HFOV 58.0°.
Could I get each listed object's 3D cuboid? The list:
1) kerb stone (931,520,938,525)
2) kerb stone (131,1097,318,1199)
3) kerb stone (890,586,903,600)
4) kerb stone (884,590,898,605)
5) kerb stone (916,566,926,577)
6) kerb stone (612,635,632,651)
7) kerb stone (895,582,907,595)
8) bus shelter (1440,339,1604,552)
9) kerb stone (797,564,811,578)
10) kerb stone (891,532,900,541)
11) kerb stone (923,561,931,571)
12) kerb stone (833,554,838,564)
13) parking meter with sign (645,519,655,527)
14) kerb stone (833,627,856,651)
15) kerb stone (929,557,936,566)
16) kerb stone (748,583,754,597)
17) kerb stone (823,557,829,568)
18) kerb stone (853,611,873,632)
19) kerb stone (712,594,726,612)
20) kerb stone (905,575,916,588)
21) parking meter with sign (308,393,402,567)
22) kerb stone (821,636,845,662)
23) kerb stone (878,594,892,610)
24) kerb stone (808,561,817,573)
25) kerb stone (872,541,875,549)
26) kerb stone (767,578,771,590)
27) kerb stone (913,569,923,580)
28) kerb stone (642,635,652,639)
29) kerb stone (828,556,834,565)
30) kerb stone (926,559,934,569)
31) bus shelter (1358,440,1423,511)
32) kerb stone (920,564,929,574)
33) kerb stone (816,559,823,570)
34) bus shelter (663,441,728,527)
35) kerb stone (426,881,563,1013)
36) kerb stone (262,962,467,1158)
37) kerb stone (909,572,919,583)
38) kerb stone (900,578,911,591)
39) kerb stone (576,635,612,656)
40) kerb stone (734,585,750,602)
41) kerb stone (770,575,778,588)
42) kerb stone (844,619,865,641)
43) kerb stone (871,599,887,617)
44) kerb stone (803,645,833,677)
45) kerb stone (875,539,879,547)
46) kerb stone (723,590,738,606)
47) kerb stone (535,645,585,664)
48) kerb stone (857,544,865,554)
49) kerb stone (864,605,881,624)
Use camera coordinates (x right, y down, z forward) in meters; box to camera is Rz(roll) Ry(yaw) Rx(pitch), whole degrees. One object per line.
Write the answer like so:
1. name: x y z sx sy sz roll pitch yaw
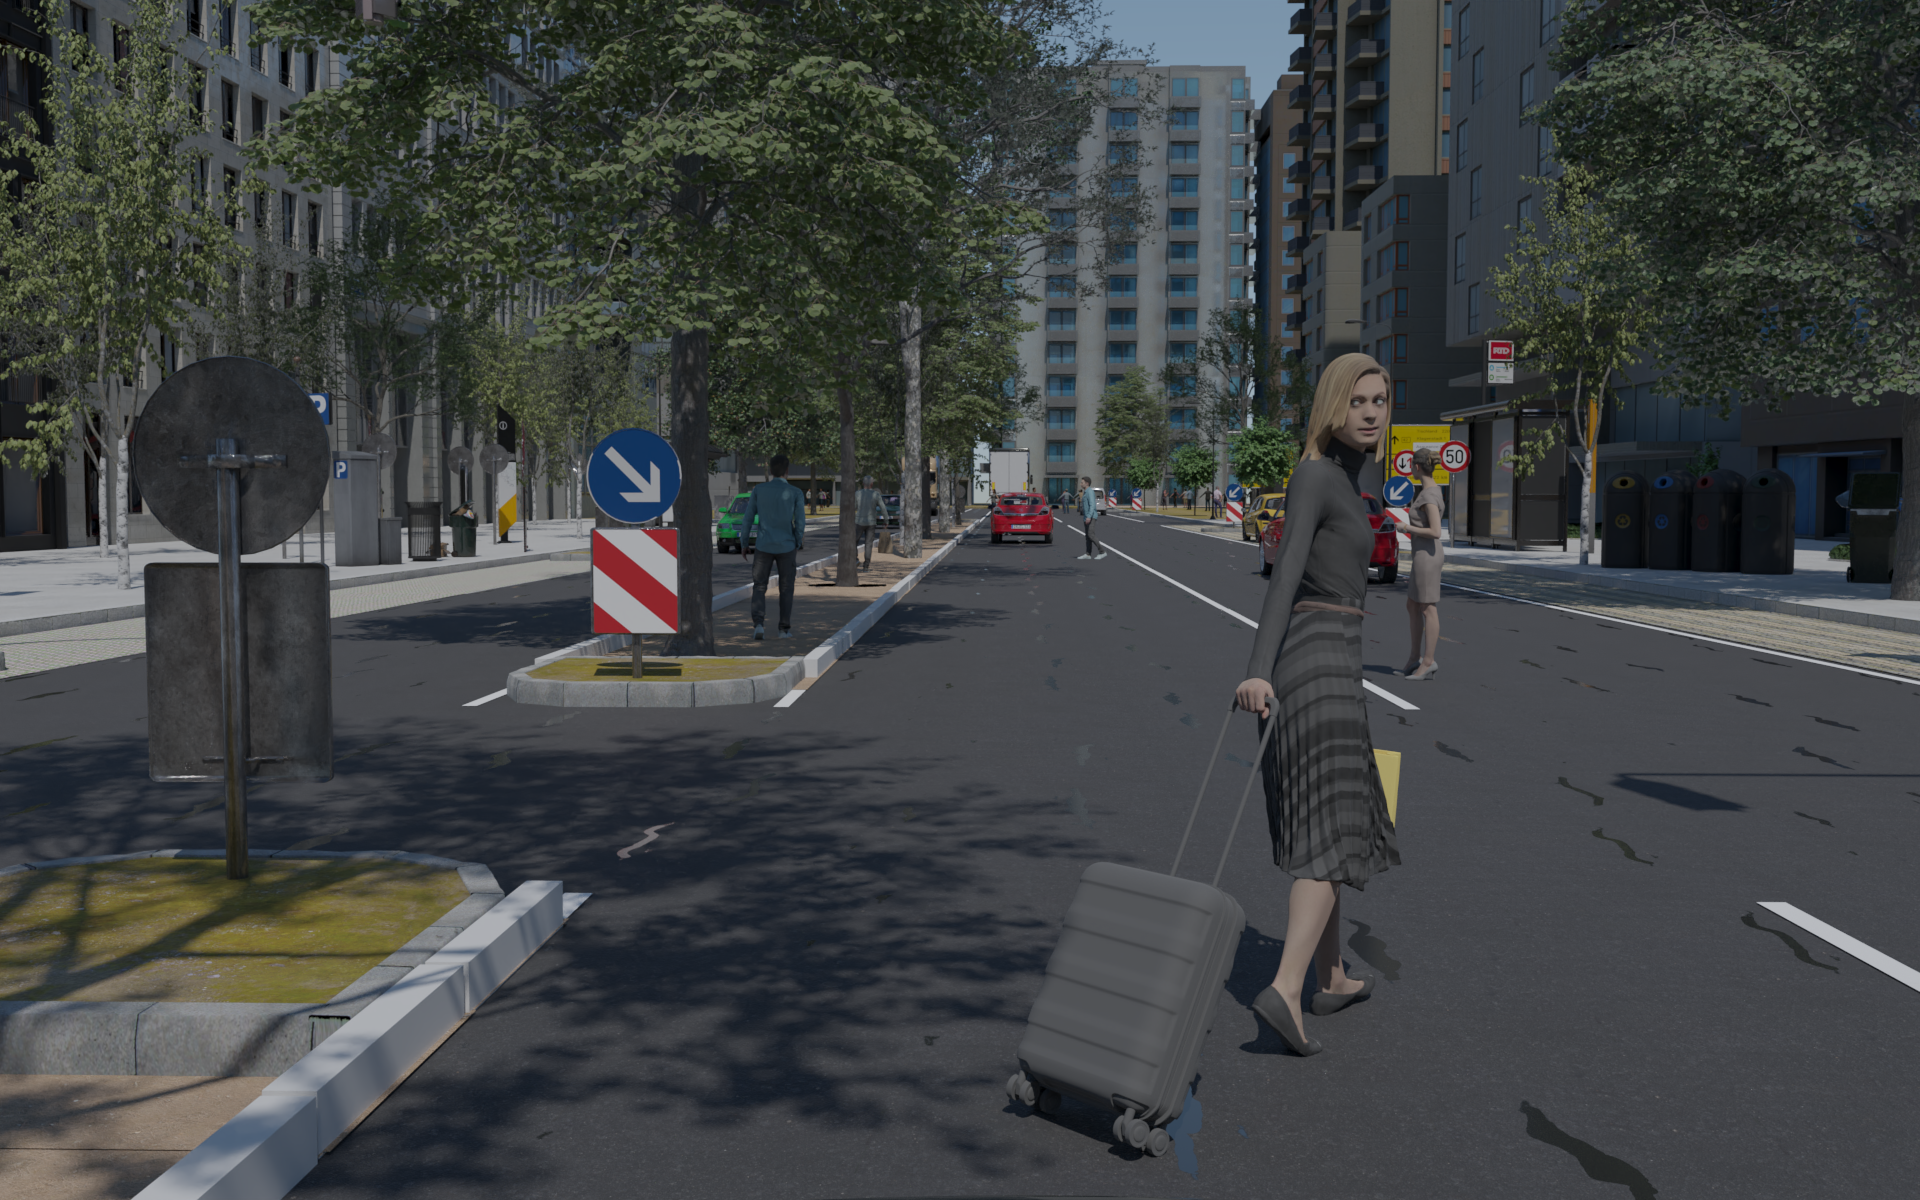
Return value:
1. kerb stone: -1.216 -3.824 84.711 0.120 0.150 1.000 0 4 2
2. kerb stone: -1.448 1.164 3.203 0.120 0.150 1.000 0 4 2
3. kerb stone: -0.884 -0.054 23.156 0.120 0.150 1.000 0 4 2
4. kerb stone: -0.922 0.004 22.134 0.120 0.150 1.000 0 4 2
5. kerb stone: -0.703 -0.435 29.319 0.120 0.150 1.000 0 4 2
6. kerb stone: -3.190 0.376 16.053 0.120 0.150 1.000 0 4 2
7. kerb stone: -0.860 -0.120 24.183 0.120 0.150 1.000 0 4 2
8. bus shelter: 13.291 -3.977 42.649 2.179 5.291 8.768 0 4 1
9. kerb stone: -2.778 -0.501 30.408 0.120 0.150 1.000 0 4 2
10. kerb stone: -2.080 -2.003 54.986 0.120 0.150 1.000 0 4 2
11. kerb stone: -0.649 -0.561 31.373 0.120 0.150 1.000 0 4 2
12. kerb stone: -2.631 -0.815 35.518 0.120 0.150 1.000 0 4 2
13. parking meter with sign: -12.117 -4.364 67.620 0.543 3.016 1.738 -1 4 -15
14. kerb stone: -1.089 0.384 15.987 0.120 0.150 1.000 0 4 2
15. kerb stone: -0.592 -0.685 33.428 0.120 0.150 1.000 0 4 2
16. kerb stone: -2.949 -0.126 24.260 0.120 0.150 1.000 0 4 2
17. kerb stone: -2.692 -0.689 33.475 0.120 0.150 1.000 0 4 2
18. kerb stone: -1.034 0.255 18.031 0.120 0.150 1.000 0 4 2
19. kerb stone: -3.039 0.067 21.175 0.120 0.150 1.000 0 4 2
20. kerb stone: -0.793 -0.246 26.236 0.120 0.150 1.000 0 4 2
21. parking meter with sign: -10.714 -2.111 30.774 0.543 3.016 1.738 2 4 27
22. kerb stone: -1.126 0.448 14.965 0.120 0.150 1.000 0 4 2
23. kerb stone: -0.949 0.066 21.112 0.120 0.150 1.000 0 4 2
24. kerb stone: -2.748 -0.561 31.430 0.120 0.150 1.000 0 4 2
25. kerb stone: -2.357 -1.379 44.743 0.120 0.150 1.000 0 4 2
26. kerb stone: -2.919 -0.189 25.286 0.120 0.150 1.000 0 4 2
27. kerb stone: -0.738 -0.373 28.288 0.120 0.150 1.000 0 4 2
28. kerb stone: -3.167 0.316 17.085 0.120 0.150 1.000 0 4 2
29. kerb stone: -2.663 -0.747 34.497 0.120 0.150 1.000 0 4 2
30. kerb stone: -0.614 -0.624 32.395 0.120 0.150 1.000 0 4 2
31. bus shelter: 13.102 -3.678 54.066 2.014 3.302 5.546 0 4 2
32. kerb stone: -0.677 -0.498 30.346 0.120 0.150 1.000 0 4 2
33. kerb stone: -2.726 -0.627 32.452 0.120 0.150 1.000 0 4 2
34. bus shelter: -10.470 -4.496 67.441 2.014 3.302 5.546 0 4 2
35. kerb stone: -1.392 1.037 5.248 0.120 0.150 1.000 0 4 2
36. kerb stone: -1.427 1.099 4.225 0.120 0.150 1.000 0 4 2
37. kerb stone: -0.768 -0.303 27.263 0.120 0.150 1.000 0 4 2
38. kerb stone: -0.832 -0.182 25.205 0.120 0.150 1.000 0 4 2
39. kerb stone: -3.218 0.441 15.031 0.120 0.150 1.000 0 4 2
40. kerb stone: -2.985 -0.063 23.227 0.120 0.150 1.000 0 4 2
41. kerb stone: -2.900 -0.248 26.308 0.120 0.150 1.000 0 4 2
42. kerb stone: -1.058 0.321 17.009 0.120 0.150 1.000 0 4 2
43. kerb stone: -0.971 0.129 20.085 0.120 0.150 1.000 0 4 2
44. kerb stone: -1.152 0.505 13.943 0.120 0.150 1.000 0 4 2
45. kerb stone: -2.284 -1.567 47.821 0.120 0.150 1.000 0 4 2
46. kerb stone: -3.015 0.003 22.199 0.120 0.150 1.000 0 4 2
47. kerb stone: -3.240 0.504 14.004 0.120 0.150 1.000 0 4 2
48. kerb stone: -2.427 -1.254 42.698 0.120 0.150 1.000 0 4 2
49. kerb stone: -0.999 0.192 19.062 0.120 0.150 1.000 0 4 2
